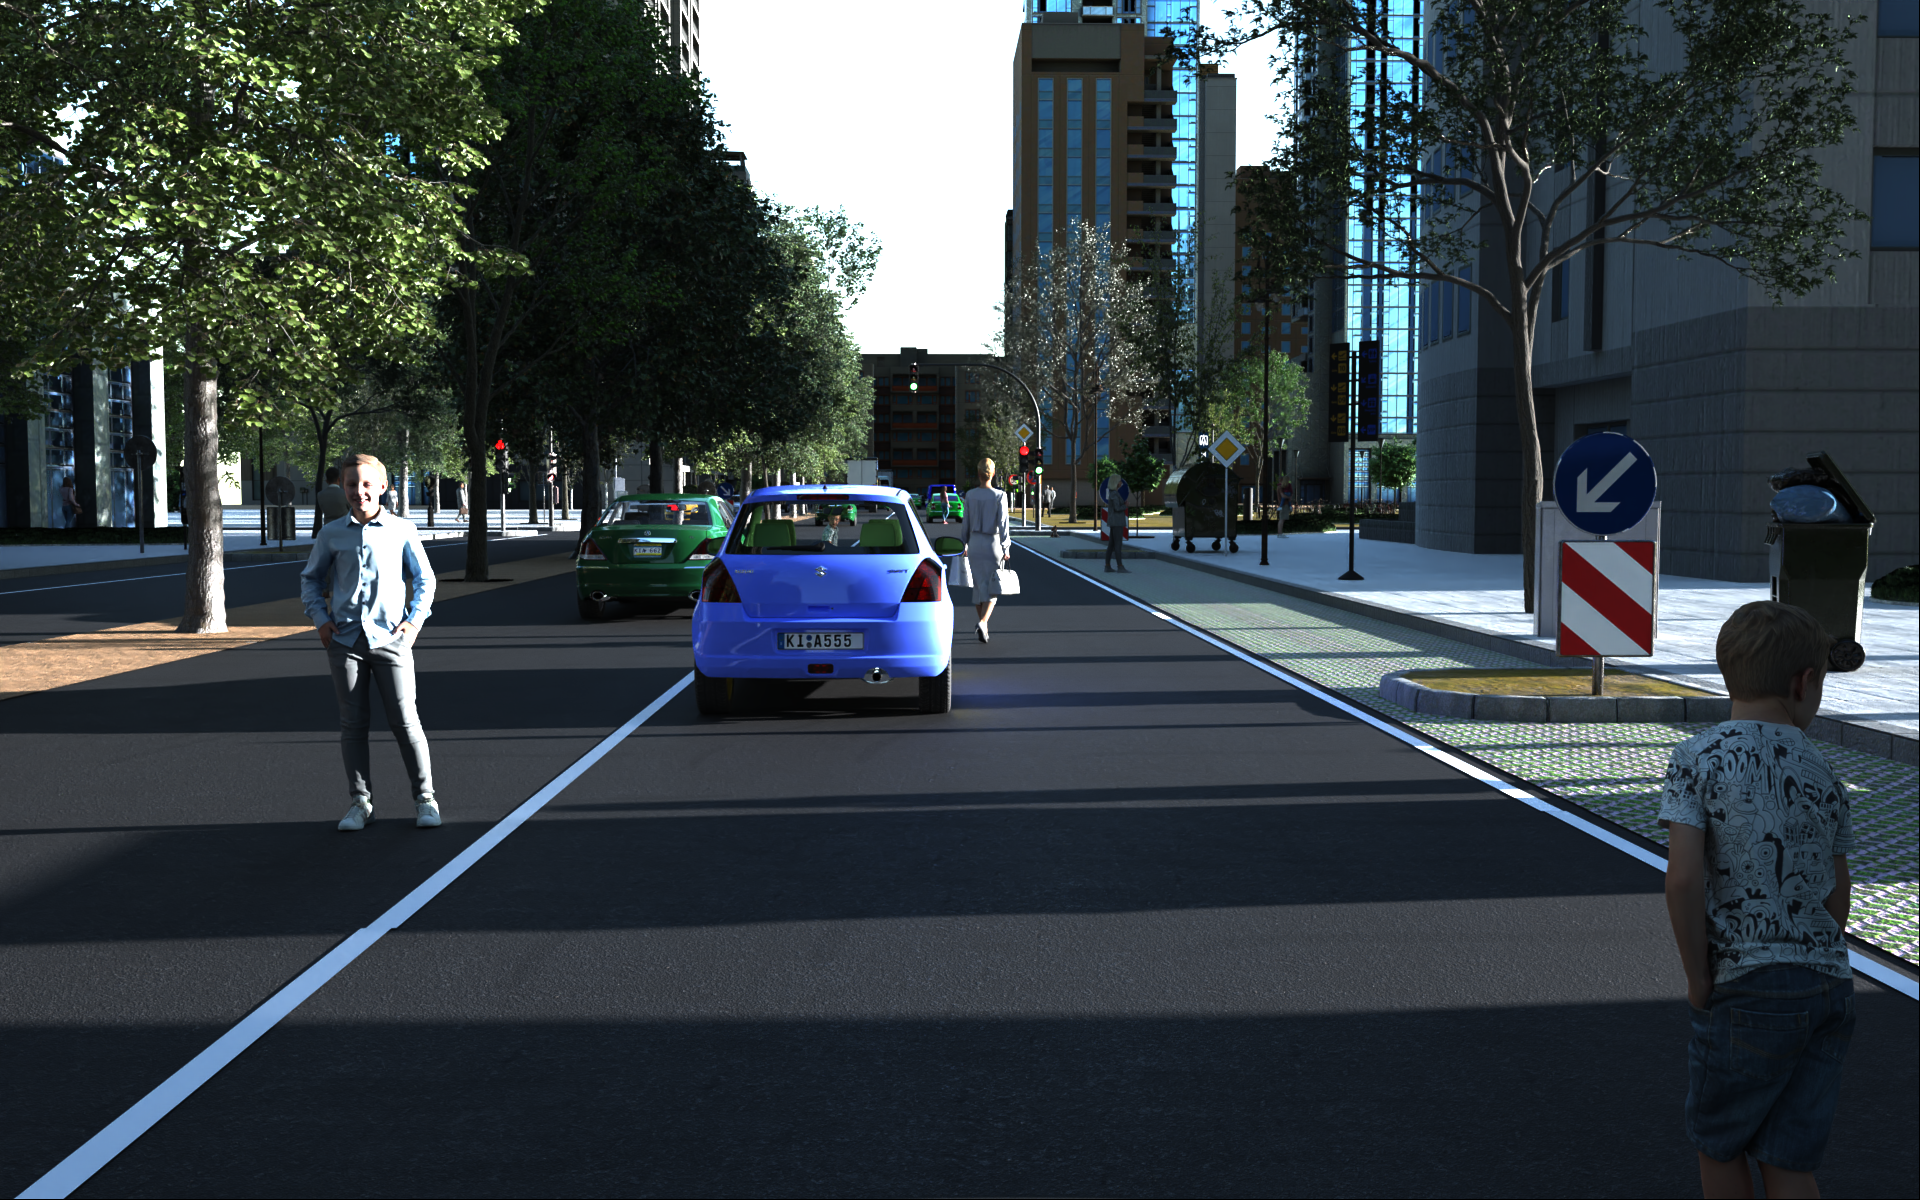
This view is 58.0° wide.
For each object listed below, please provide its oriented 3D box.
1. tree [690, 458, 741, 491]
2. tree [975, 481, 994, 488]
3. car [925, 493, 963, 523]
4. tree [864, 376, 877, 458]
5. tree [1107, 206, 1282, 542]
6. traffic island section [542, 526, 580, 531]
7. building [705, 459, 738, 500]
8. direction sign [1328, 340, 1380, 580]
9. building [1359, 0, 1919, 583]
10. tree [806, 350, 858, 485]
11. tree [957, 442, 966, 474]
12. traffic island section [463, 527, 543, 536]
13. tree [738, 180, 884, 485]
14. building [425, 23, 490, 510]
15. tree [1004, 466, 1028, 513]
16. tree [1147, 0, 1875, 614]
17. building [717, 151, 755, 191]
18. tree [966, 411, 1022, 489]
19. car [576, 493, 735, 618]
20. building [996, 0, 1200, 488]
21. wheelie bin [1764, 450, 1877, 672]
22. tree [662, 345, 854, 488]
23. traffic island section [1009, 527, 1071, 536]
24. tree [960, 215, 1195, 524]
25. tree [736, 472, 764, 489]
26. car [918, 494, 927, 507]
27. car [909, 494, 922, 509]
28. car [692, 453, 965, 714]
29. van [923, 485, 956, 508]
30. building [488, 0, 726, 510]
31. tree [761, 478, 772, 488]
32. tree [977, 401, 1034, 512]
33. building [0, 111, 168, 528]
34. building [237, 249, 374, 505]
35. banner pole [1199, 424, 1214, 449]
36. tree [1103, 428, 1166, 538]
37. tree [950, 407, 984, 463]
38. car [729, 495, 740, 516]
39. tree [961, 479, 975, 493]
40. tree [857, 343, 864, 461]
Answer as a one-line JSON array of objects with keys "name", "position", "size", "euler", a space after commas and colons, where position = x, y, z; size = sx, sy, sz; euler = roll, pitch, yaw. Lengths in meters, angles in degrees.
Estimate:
[{"name": "tree", "position": [-20.476, -11.760, 142.643], "size": [4.737, 8.622, 4.395], "euler": [0, 3, 0]}, {"name": "tree", "position": [2.882, -11.808, 187.663], "size": [1.663, 3.219, 1.824], "euler": [0, 3, 0]}, {"name": "car", "position": [-0.777, -4.780, 86.946], "size": [1.959, 1.807, 4.718], "euler": [0, 4, -3]}, {"name": "tree", "position": [-10.418, -13.183, 124.647], "size": [9.857, 13.997, 8.962], "euler": [0, 3, 0]}, {"name": "tree", "position": [5.808, -5.774, 44.762], "size": [4.360, 8.622, 3.978], "euler": [0, 3, 0]}, {"name": "traffic island section", "position": [-16.089, -2.806, 68.166], "size": [2.009, 0.180, 2.903], "euler": [0, 4, -1]}, {"name": "building", "position": [-31.497, -25.656, 191.178], "size": [14.160, 30.474, 14.107], "euler": [0, 4, -1]}, {"name": "direction sign", "position": [5.866, -2.071, 25.862], "size": [0.379, 3.537, 0.876], "euler": [-3, 5, -41]}, {"name": "building", "position": [21.423, -30.305, 37.486], "size": [21.231, 58.520, 28.212], "euler": [0, 4, -1]}, {"name": "tree", "position": [-10.635, -11.911, 115.328], "size": [7.486, 12.596, 7.792], "euler": [0, 3, 0]}, {"name": "tree", "position": [1.607, -15.938, 210.951], "size": [4.737, 8.622, 4.395], "euler": [0, 3, 0]}, {"name": "traffic island section", "position": [-15.893, -2.318, 60.183], "size": [2.009, 0.180, 2.903], "euler": [0, 4, -1]}, {"name": "tree", "position": [-11.313, -15.063, 104.627], "size": [12.611, 20.169, 13.585], "euler": [0, 3, 0]}, {"name": "building", "position": [-34.017, -43.649, 151.910], "size": [20.563, 71.187, 20.611], "euler": [0, 4, -1]}, {"name": "tree", "position": [3.866, -7.568, 118.331], "size": [1.663, 3.219, 1.824], "euler": [0, 3, 0]}, {"name": "tree", "position": [5.993, -5.150, 18.608], "size": [7.601, 10.594, 8.767], "euler": [3, 5, 39]}, {"name": "building", "position": [-31.790, -32.079, 208.084], "size": [14.086, 41.232, 14.154], "euler": [0, 4, -1]}, {"name": "tree", "position": [3.582, -12.360, 152.442], "size": [4.737, 8.622, 4.395], "euler": [0, 3, 0]}, {"name": "car", "position": [-3.542, -0.589, 21.425], "size": [2.131, 1.459, 4.920], "euler": [0, 4, -2]}, {"name": "building", "position": [16.019, -54.232, 199.371], "size": [22.319, 86.520, 31.000], "euler": [0, 4, -1]}, {"name": "wheelie bin", "position": [6.296, -0.296, 12.743], "size": [0.693, 1.594, 0.980], "euler": [1, 4, 17]}, {"name": "tree", "position": [-9.219, -8.950, 83.208], "size": [8.767, 10.594, 7.601], "euler": [0, 4, -1]}, {"name": "traffic island section", "position": [2.743, -2.346, 60.635], "size": [2.009, 0.180, 2.903], "euler": [0, 4, -1]}, {"name": "tree", "position": [5.058, -10.098, 75.465], "size": [12.009, 13.543, 11.850], "euler": [0, 3, 0]}, {"name": "tree", "position": [-21.659, -11.932, 178.803], "size": [4.285, 4.588, 4.351], "euler": [0, 3, 0]}, {"name": "car", "position": [-4.483, -11.140, 191.932], "size": [2.009, 1.686, 4.222], "euler": [0, 4, -3]}, {"name": "car", "position": [-4.564, -9.456, 163.393], "size": [1.959, 1.807, 4.718], "euler": [0, 4, -3]}, {"name": "car", "position": [-0.921, -0.184, 12.603], "size": [1.945, 1.707, 3.694], "euler": [0, 4, -2]}, {"name": "van", "position": [-1.285, -6.827, 116.008], "size": [2.240, 2.365, 5.245], "euler": [0, 4, -3]}, {"name": "building", "position": [-34.369, -44.910, 172.533], "size": [20.563, 71.187, 20.611], "euler": [0, 4, -1]}, {"name": "tree", "position": [-22.245, -12.784, 203.623], "size": [1.663, 3.219, 1.824], "euler": [0, 3, 0]}, {"name": "tree", "position": [3.616, -10.804, 127.007], "size": [4.360, 8.622, 3.978], "euler": [0, 3, 0]}, {"name": "building", "position": [-41.846, -44.733, 44.053], "size": [31.000, 86.520, 22.319], "euler": [0, 4, -1]}, {"name": "building", "position": [-77.245, -26.705, 208.323], "size": [14.107, 30.474, 14.160], "euler": [0, 4, -1]}, {"name": "banner pole", "position": [8.765, -4.370, 61.463], "size": [0.863, 3.779, 0.401], "euler": [-2, 4, -31]}, {"name": "tree", "position": [5.274, -3.413, 50.407], "size": [1.663, 3.219, 1.824], "euler": [0, 3, 0]}, {"name": "tree", "position": [3.395, -12.214, 134.113], "size": [8.767, 10.594, 7.601], "euler": [0, 4, -1]}, {"name": "car", "position": [-12.918, -5.545, 102.668], "size": [2.014, 1.417, 4.499], "euler": [0, 4, -3]}, {"name": "tree", "position": [0.915, -13.594, 216.855], "size": [1.663, 3.219, 1.824], "euler": [0, 3, 0]}, {"name": "tree", "position": [-9.913, -11.211, 92.417], "size": [9.857, 13.997, 8.962], "euler": [0, 3, 0]}]
